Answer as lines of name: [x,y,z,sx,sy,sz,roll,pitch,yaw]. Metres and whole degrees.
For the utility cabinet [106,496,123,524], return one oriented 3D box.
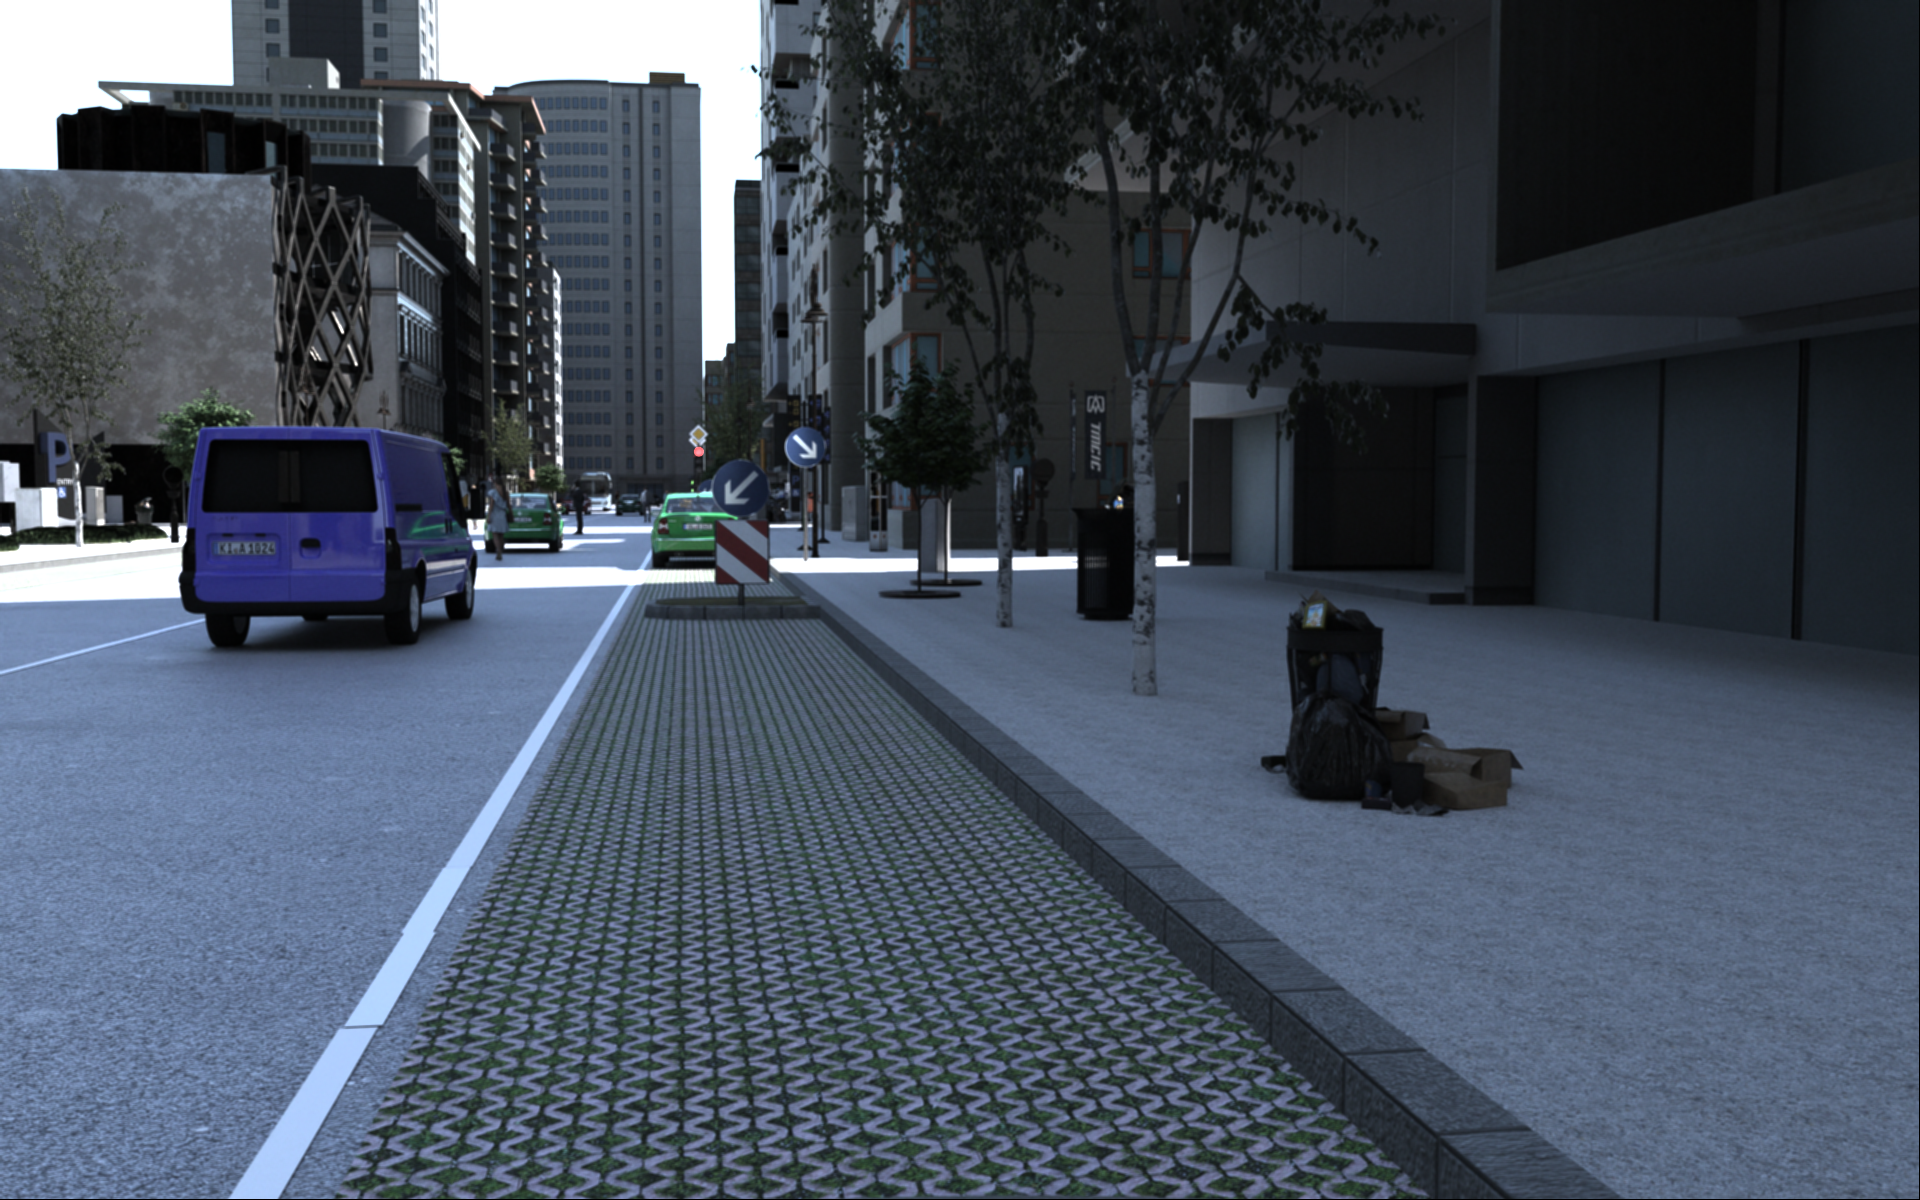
utility cabinet: [-36.983,-3.924,75.320,1.020,1.237,0.306,-2,4,-32]

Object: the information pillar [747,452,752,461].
information pillar: [-11.592,-6.365,95.429,0.183,3.616,0.504,-3,4,-36]

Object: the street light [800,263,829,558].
street light: [-2.932,-3.799,34.902,0.468,5.910,1.993,-1,4,-9]

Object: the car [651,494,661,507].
car: [-33.153,-10.788,186.173,2.009,1.686,4.222,-1,4,-10]

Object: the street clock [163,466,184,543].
street clock: [-20.569,-2.492,45.320,0.471,2.002,0.358,-2,4,-32]

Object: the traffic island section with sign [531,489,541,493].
traffic island section with sign: [-31.027,-7.236,126.940,1.989,1.847,2.006,-1,4,-9]

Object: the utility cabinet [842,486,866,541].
utility cabinet: [-2.914,-2.364,47.326,0.318,1.500,1.173,-1,4,-23]

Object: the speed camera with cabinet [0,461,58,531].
speed camera with cabinet: [-26.264,-3.311,48.466,2.038,3.252,0.660,1,4,20]

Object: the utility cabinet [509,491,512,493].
utility cabinet: [-34.370,-7.453,130.530,1.173,1.500,0.318,1,4,18]

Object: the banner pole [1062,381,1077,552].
banner pole: [2.479,-2.942,38.122,0.401,3.779,0.863,0,4,-5]

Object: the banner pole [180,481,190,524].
banner pole: [-32.950,-5.132,73.923,0.401,3.779,0.863,2,4,29]

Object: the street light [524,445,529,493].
street light: [-36.088,-10.471,143.996,0.468,5.910,1.993,-1,4,-9]

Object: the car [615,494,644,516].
car: [-22.039,-6.371,115.956,2.131,1.459,4.920,0,4,-7]

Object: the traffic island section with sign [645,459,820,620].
traffic island section with sign: [-2.721,-0.728,20.525,1.989,1.847,2.006,-1,4,-9]

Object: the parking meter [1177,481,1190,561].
parking meter: [4.355,-1.517,33.207,0.372,1.533,0.369,0,3,0]

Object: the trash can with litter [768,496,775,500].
trash can with litter: [-10.324,-5.115,95.009,0.624,1.170,1.055,-1,4,-17]

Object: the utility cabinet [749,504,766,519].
utility cabinet: [-7.198,-3.229,61.470,0.318,1.500,1.173,1,4,9]

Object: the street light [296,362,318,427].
street light: [-22.961,-5.392,60.944,0.468,5.910,1.993,-1,4,-9]

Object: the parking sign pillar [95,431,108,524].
parking sign pillar: [-37.131,-5.215,73.736,1.447,3.967,1.447,-3,4,-38]

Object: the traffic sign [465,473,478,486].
traffic sign: [-29.870,-6.471,105.900,0.768,2.556,0.104,0,4,0]

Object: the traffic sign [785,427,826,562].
traffic sign: [-2.931,-2.004,32.872,0.768,2.556,0.104,0,4,-7]

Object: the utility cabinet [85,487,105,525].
utility cabinet: [-26.238,-2.685,52.582,0.318,1.500,1.173,-1,4,-16]

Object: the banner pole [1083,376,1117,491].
banner pole: [3.040,-2.863,36.821,0.863,3.779,0.401,0,4,-6]

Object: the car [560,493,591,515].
car: [-26.482,-6.757,119.516,2.155,1.783,4.494,0,4,-7]

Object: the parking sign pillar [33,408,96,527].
parking sign pillar: [-28.605,-4.056,54.789,1.447,3.967,1.447,1,4,14]

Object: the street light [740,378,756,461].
street light: [-8.389,-5.896,69.180,0.468,5.910,1.993,-1,4,-9]

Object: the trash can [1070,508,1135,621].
trash can: [1.504,-0.373,17.753,0.748,1.137,0.748,0,3,0]

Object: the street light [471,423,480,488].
street light: [-30.769,-8.397,110.071,0.468,5.910,1.993,-1,4,-9]

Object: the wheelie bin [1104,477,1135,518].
wheelie bin: [3.142,-1.549,33.233,0.693,1.594,0.980,0,4,-2]

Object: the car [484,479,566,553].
car: [-11.004,-2.144,43.843,1.959,1.807,4.718,-1,4,-11]

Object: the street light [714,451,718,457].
street light: [-21.342,-10.953,151.862,0.468,5.910,1.993,-1,4,-9]

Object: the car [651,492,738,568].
car: [-5.277,-1.602,34.983,1.959,1.807,4.718,0,4,-8]

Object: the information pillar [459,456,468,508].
information pillar: [-30.507,-7.034,106.360,0.504,3.616,0.183,-1,4,-20]

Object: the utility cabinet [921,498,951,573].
utility cabinet: [-0.415,-1.076,28.754,0.306,1.237,1.020,1,4,12]

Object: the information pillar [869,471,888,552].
information pillar: [-1.822,-2.094,38.726,0.304,2.012,0.304,2,4,31]

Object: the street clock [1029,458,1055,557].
street clock: [1.667,-1.875,35.234,0.471,2.002,0.358,-2,4,-24]

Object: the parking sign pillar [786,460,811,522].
parking sign pillar: [-7.624,-5.607,80.142,1.447,3.967,1.447,0,4,-8]

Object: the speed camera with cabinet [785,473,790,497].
speed camera with cabinet: [-14.012,-9.209,144.897,0.660,3.252,2.038,3,5,39]

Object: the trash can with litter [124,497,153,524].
trash can with litter: [-29.764,-3.135,62.647,1.055,1.170,0.624,0,4,-5]

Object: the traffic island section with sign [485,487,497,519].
traffic island section with sign: [-26.843,-5.607,100.310,1.989,1.847,2.006,-1,4,-9]

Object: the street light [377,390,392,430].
street light: [-25.430,-6.351,76.628,0.468,5.910,1.993,-1,4,-9]

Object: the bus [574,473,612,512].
bus: [-30.396,-9.129,144.124,2.948,3.499,13.247,-1,4,-10]

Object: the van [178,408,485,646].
van: [-6.332,-0.835,18.042,2.240,2.365,5.245,0,4,-7]

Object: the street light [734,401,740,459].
street light: [-10.821,-6.860,84.951,0.468,5.910,1.993,-1,4,-9]

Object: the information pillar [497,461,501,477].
information pillar: [-32.982,-8.109,123.935,0.183,3.616,0.504,-2,4,-35]

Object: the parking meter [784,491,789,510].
parking meter: [-14.020,-8.055,140.109,0.372,1.533,0.369,0,3,0]

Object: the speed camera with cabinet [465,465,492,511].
speed camera with cabinet: [-33.287,-7.670,119.747,2.038,3.252,0.660,2,4,29]

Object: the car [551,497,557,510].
car: [-24.874,-5.502,102.316,2.083,1.381,4.827,0,4,-8]
